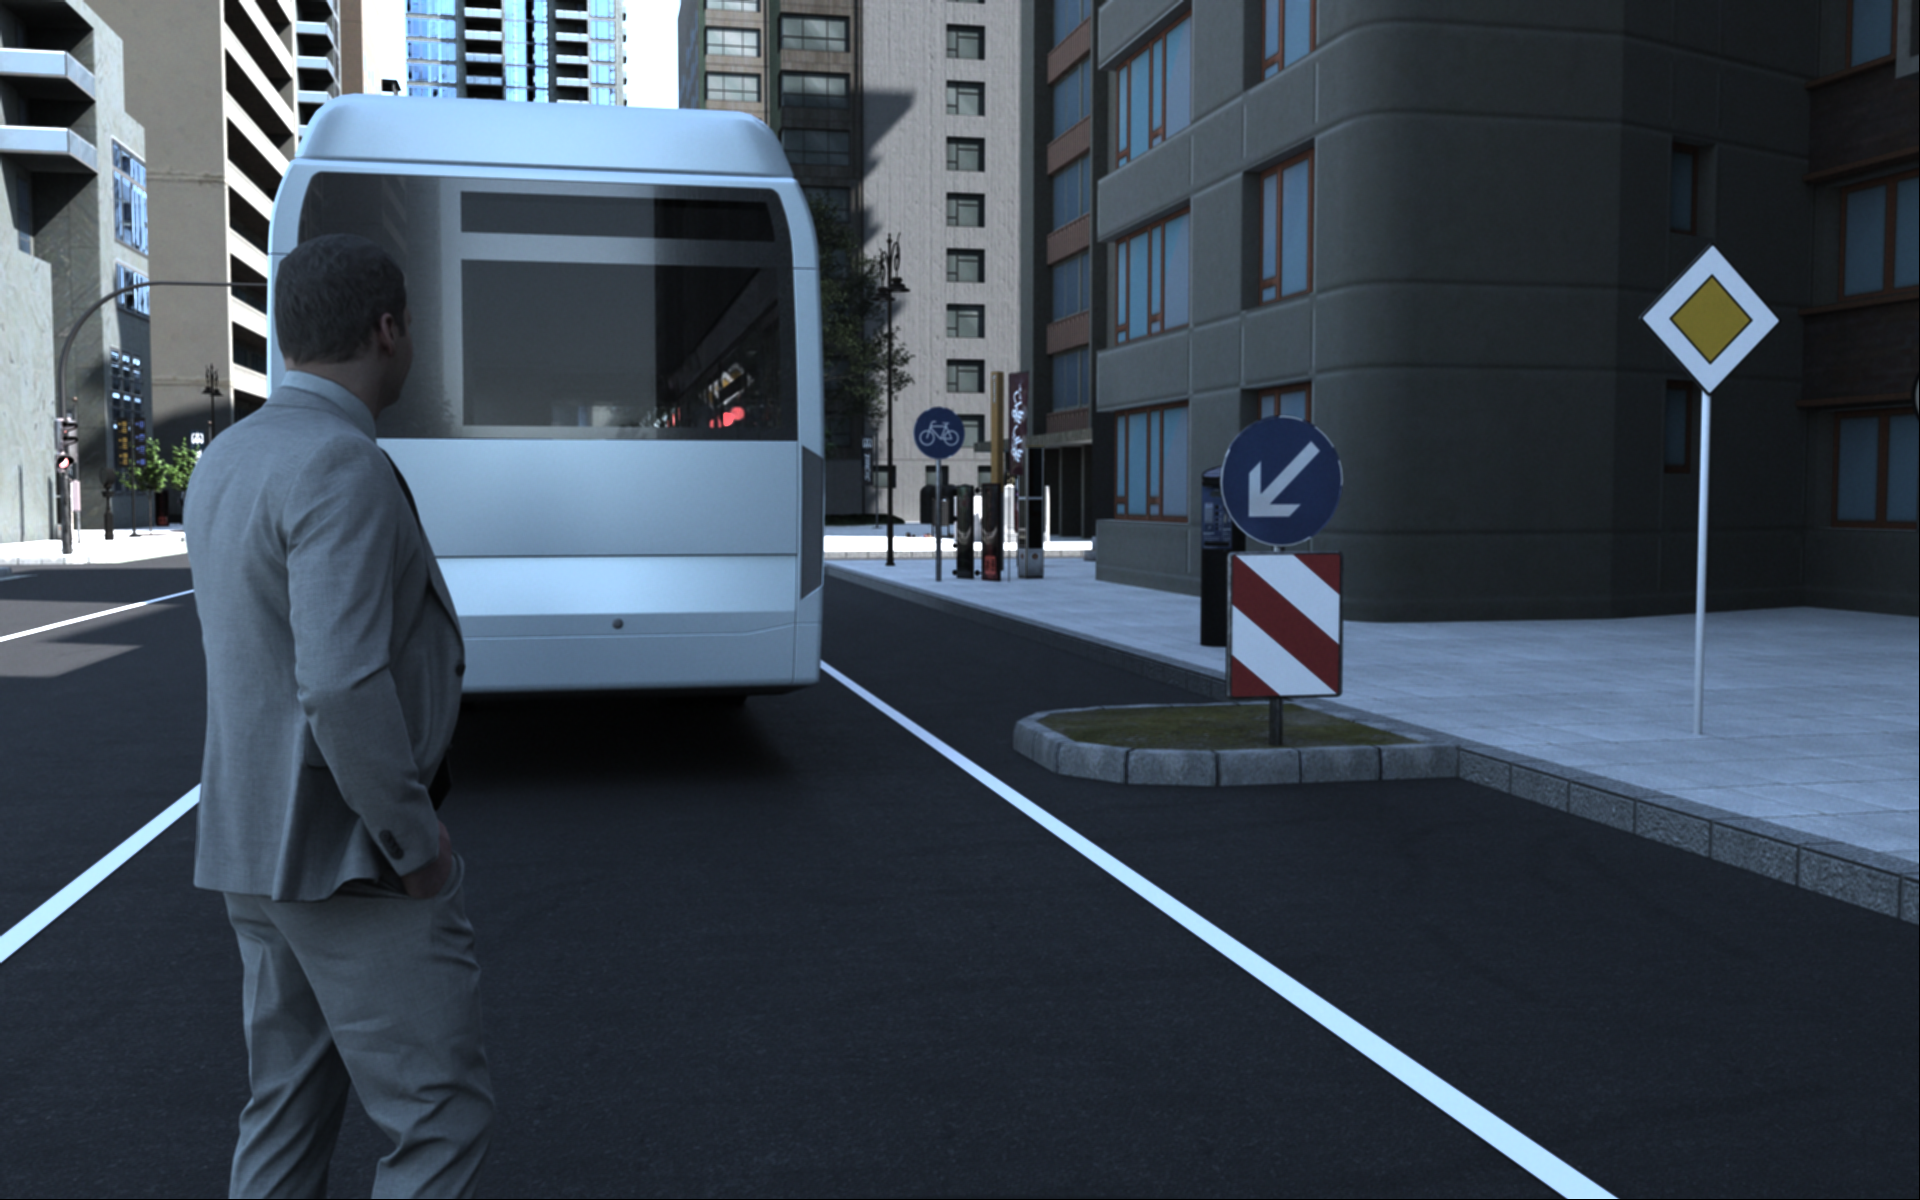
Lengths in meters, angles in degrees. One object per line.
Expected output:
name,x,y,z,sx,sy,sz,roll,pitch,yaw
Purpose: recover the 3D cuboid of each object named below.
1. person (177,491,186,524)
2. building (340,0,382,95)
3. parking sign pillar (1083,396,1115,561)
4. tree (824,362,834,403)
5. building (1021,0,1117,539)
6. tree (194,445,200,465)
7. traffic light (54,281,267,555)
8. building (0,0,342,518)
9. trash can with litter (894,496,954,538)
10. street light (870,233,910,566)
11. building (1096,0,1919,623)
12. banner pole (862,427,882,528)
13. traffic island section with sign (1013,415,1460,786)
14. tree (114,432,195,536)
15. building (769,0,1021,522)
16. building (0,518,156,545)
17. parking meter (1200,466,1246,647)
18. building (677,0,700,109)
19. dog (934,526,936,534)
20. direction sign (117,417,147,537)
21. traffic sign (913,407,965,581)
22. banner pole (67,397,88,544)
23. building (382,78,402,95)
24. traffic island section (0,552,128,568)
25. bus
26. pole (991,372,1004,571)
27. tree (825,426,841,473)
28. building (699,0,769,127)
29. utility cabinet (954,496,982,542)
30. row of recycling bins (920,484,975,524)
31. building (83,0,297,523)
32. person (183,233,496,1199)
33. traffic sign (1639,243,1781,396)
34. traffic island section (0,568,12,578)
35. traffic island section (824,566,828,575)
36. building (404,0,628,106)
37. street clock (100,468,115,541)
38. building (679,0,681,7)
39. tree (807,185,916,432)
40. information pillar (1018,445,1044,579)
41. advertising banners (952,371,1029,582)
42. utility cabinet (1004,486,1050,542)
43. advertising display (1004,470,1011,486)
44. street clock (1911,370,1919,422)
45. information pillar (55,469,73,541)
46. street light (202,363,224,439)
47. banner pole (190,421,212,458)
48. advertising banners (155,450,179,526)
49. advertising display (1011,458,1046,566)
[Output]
person,-32.652,-4.066,72.924,0.661,1.777,0.834,1,4,19
building,-55.846,-30.218,144.171,14.600,45.320,14.200,-1,4,-12
parking sign pillar,3.107,-2.748,33.406,1.447,3.967,1.447,-2,4,-33
tree,-8.821,-9.386,71.585,7.486,12.596,7.792,0,3,0
building,15.340,-24.617,57.117,28.867,44.769,22.147,-1,4,-12
tree,-25.883,-3.886,58.139,1.663,3.219,1.824,0,3,0
traffic light,-16.891,-3.819,37.105,4.771,5.953,1.251,-1,4,-12
building,-54.435,-49.385,120.122,22.319,86.520,31.000,-1,4,-12
trash can with litter,-0.897,-2.444,51.011,2.233,1.210,1.678,1,4,21
street light,-1.250,-3.553,30.873,0.468,5.910,1.993,-1,4,-12
building,18.648,-10.344,14.157,27.650,21.520,28.899,-1,4,-12
banner pole,-3.323,-4.580,64.903,0.863,3.779,0.401,1,4,22
traffic island section with sign,1.361,-0.052,9.486,1.989,1.847,2.006,-1,4,-12
tree,-24.974,-3.599,53.437,1.663,3.219,1.824,0,3,0
building,-2.608,-19.199,85.610,14.160,30.474,14.107,-1,4,-12
building,-37.353,-45.014,48.646,22.319,86.520,31.000,-1,4,-12
parking meter,2.231,-0.383,14.670,0.372,1.533,0.369,0,3,0
building,-16.794,-30.525,149.202,14.600,45.320,14.200,-1,4,-12
dog,-0.727,-2.421,56.407,0.406,0.507,0.540,-2,4,-34
direction sign,-24.495,-3.626,51.278,0.876,3.537,0.379,0,4,6
traffic sign,-0.314,-1.549,25.424,0.768,2.556,0.104,-1,4,-11
banner pole,-22.969,-3.353,44.839,0.863,3.779,0.401,3,4,39
building,-61.675,-29.864,171.868,14.086,41.232,14.154,-1,4,-12
traffic island section,-18.956,-0.885,36.747,2.009,0.180,2.903,-1,4,-12
bus,-3.329,-1.209,14.635,2.948,3.499,13.247,-1,4,-12
pole,0.623,-2.149,28.982,0.158,3.312,0.155,0,3,0
tree,-6.146,-4.933,64.370,4.285,4.588,4.351,0,3,0
building,-9.014,-25.863,106.456,14.154,41.232,14.086,-1,4,-12
utility cabinet,0.344,-2.137,46.102,1.020,1.237,0.306,-2,4,-33
row of recycling bins,-0.572,-4.107,74.264,1.069,1.692,3.534,-2,4,-34
building,-44.879,-28.107,83.246,21.300,48.544,21.600,-1,4,-12
person,-0.908,0.371,2.529,0.635,1.810,0.391,3,5,40
traffic sign,3.964,-0.576,9.154,0.795,2.593,0.064,0,4,-8
traffic island section,-17.229,-0.408,28.950,2.009,0.180,2.903,-1,4,-12
traffic island section,-3.615,-0.591,31.949,2.009,0.180,2.903,-1,4,-12
building,-52.564,-54.536,204.334,31.000,86.520,22.319,-1,4,-12
street clock,-23.552,-2.650,47.892,0.471,2.002,0.358,3,5,41
building,-22.205,-54.937,210.893,31.000,86.520,22.319,-1,4,-12
tree,-4.804,-7.188,51.930,7.601,10.594,8.767,0,4,-7
information pillar,1.078,-1.337,26.358,0.304,2.012,0.304,-2,4,-25
advertising banners,0.448,-1.798,25.591,0.090,3.025,2.074,-2,4,-30
utility cabinet,1.751,-2.253,45.522,1.173,1.500,0.318,1,4,9
advertising display,1.658,-2.550,46.906,0.974,1.923,0.123,-2,4,-26
street clock,4.934,-0.241,8.503,0.471,2.002,0.358,3,5,42
information pillar,-24.761,-2.653,47.875,0.304,2.012,0.304,2,4,32
street light,-26.493,-5.425,61.491,0.468,5.910,1.993,-1,4,-12
banner pole,-25.965,-4.247,59.452,0.863,3.779,0.401,-1,4,-21
advertising banners,-31.831,-4.452,68.977,2.074,3.025,0.090,-1,4,-16
advertising display,1.225,-1.547,30.499,0.123,1.923,0.974,-2,4,-25
